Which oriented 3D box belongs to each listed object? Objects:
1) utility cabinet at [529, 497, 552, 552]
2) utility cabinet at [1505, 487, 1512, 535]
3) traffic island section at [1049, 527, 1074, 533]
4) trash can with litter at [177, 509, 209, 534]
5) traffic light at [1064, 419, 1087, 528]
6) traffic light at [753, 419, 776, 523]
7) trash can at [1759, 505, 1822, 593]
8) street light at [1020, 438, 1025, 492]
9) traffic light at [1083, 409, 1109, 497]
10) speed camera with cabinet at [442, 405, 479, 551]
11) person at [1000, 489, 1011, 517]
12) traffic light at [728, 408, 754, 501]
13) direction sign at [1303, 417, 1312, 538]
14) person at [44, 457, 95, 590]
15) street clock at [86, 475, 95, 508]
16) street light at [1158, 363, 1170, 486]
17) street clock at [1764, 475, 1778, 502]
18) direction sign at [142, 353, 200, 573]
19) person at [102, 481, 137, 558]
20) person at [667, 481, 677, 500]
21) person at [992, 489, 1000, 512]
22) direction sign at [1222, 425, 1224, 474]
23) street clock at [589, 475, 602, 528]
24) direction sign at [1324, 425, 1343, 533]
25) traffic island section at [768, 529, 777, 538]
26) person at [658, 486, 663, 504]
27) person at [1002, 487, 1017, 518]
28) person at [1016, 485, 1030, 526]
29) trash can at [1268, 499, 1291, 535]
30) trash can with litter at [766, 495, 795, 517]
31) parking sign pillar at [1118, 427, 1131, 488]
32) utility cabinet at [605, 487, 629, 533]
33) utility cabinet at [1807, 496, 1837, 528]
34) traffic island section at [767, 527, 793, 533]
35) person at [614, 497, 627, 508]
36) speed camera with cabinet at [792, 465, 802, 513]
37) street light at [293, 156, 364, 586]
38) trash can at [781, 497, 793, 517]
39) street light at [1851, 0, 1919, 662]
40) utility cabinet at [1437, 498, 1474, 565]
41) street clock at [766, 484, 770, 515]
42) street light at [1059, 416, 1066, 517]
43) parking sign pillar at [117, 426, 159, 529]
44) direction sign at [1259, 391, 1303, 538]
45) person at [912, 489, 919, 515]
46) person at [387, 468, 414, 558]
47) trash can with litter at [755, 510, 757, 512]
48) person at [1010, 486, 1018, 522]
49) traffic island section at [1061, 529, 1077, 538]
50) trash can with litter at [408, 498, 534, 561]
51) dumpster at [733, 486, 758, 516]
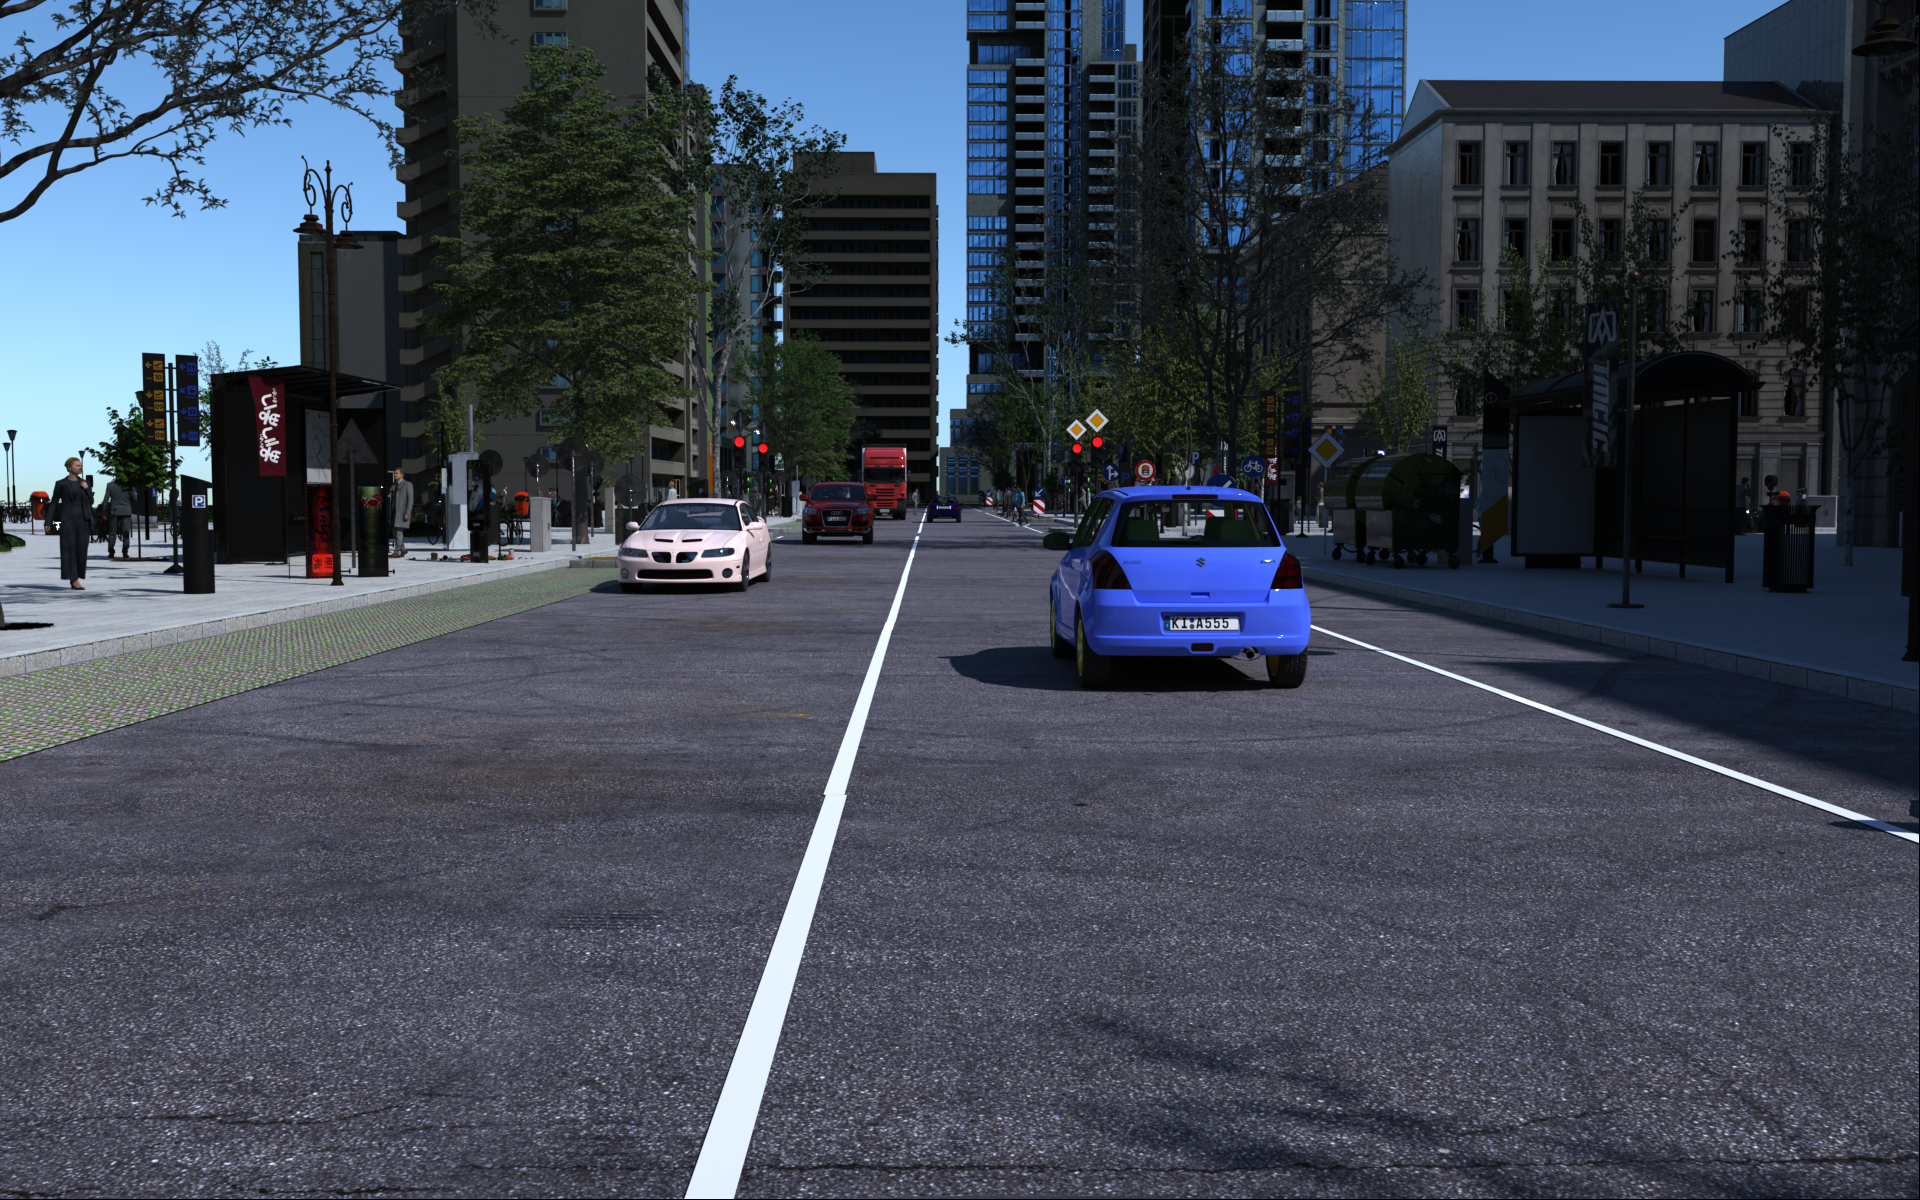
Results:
[{"bbox_3d":[-9.352,-1.682,38.664,0.306,1.237,1.020,0,4,-3],"label":"utility cabinet"},{"bbox_3d":[16.547,-2.707,52.942,1.173,1.500,0.318,-1,4,-18],"label":"utility cabinet"},{"bbox_3d":[4.386,-2.620,65.115,2.009,0.180,2.903,0,4,-1],"label":"traffic island section"},{"bbox_3d":[-24.315,-2.651,54.737,1.055,1.170,0.624,1,4,9],"label":"trash can with litter"},{"bbox_3d":[4.346,-4.653,65.001,0.839,4.253,0.868,0,4,-1],"label":"traffic light"},{"bbox_3d":[-7.313,-4.640,64.792,0.839,4.253,0.868,0,4,-1],"label":"traffic light"},{"bbox_3d":[10.839,-0.672,22.646,0.748,1.137,0.748,0,3,0],"label":"trash can"},{"bbox_3d":[5.074,-10.214,139.793,0.468,5.910,1.993,0,4,-1],"label":"street light"},{"bbox_3d":[4.478,-4.165,57.017,0.839,4.253,0.868,0,4,-1],"label":"traffic light"},{"bbox_3d":[-11.268,-2.729,38.949,0.660,3.252,2.038,-1,4,-23],"label":"speed camera with cabinet"},{"bbox_3d":[2.941,-6.209,110.408,0.661,1.777,0.834,-3,5,-43],"label":"person"},{"bbox_3d":[-7.181,-4.152,56.808,0.839,4.253,0.868,0,4,-1],"label":"traffic light"},{"bbox_3d":[10.092,-3.609,51.003,0.379,3.537,0.876,3,5,42],"label":"direction sign"},{"bbox_3d":[-11.916,-1.024,23.214,0.534,1.772,0.576,1,4,23],"label":"person"},{"bbox_3d":[-33.003,-3.739,65.707,0.358,2.002,0.471,-2,4,-30],"label":"street clock"},{"bbox_3d":[6.599,-5.114,56.403,0.468,5.910,1.993,0,4,-1],"label":"street light"},{"bbox_3d":[30.855,-3.753,65.929,0.358,2.002,0.471,-1,4,-13],"label":"street clock"},{"bbox_3d":[-12.776,-2.209,28.122,0.379,3.537,0.876,3,5,42],"label":"direction sign"},{"bbox_3d":[-17.009,-1.763,35.048,0.661,1.801,0.590,-2,4,-33],"label":"person"},{"bbox_3d":[-11.221,-3.735,67.463,0.624,1.780,0.694,3,4,38],"label":"person"},{"bbox_3d":[2.829,-7.744,135.132,0.620,1.820,0.660,-1,4,-22],"label":"person"},{"bbox_3d":[8.728,-4.007,57.511,0.379,3.537,0.876,1,4,9],"label":"direction sign"},{"bbox_3d":[-13.798,-3.735,65.643,0.358,2.002,0.471,2,4,35],"label":"street clock"},{"bbox_3d":[12.310,-3.983,57.120,0.876,3.537,0.379,-3,4,-36],"label":"direction sign"},{"bbox_3d":[-7.221,-2.120,56.942,2.009,0.180,2.903,0,4,-1],"label":"traffic island section"},{"bbox_3d":[-20.675,-6.957,119.695,0.656,1.842,0.836,2,4,33],"label":"person"},{"bbox_3d":[2.954,-5.780,102.963,0.822,1.834,0.622,3,5,44],"label":"person"},{"bbox_3d":[2.767,-4.170,76.706,0.620,1.820,0.660,-1,4,-21],"label":"person"},{"bbox_3d":[9.941,-2.586,53.927,0.748,1.137,0.748,0,3,0],"label":"trash can"},{"bbox_3d":[-11.218,-5.781,105.582,2.233,1.210,1.678,1,4,17],"label":"trash can with litter"},{"bbox_3d":[6.559,-4.916,68.849,1.447,3.967,1.447,0,4,4],"label":"parking sign pillar"},{"bbox_3d":[-11.282,-2.949,56.888,0.318,1.500,1.173,1,4,14],"label":"utility cabinet"},{"bbox_3d":[33.200,-3.399,66.734,1.020,1.237,0.306,2,4,34],"label":"utility cabinet"},{"bbox_3d":[-7.354,-2.608,64.926,2.009,0.180,2.903,0,4,-1],"label":"traffic island section"},{"bbox_3d":[-10.782,-2.950,55.286,0.522,1.701,0.512,0,4,1],"label":"person"},{"bbox_3d":[-11.391,-7.696,120.166,0.660,3.252,2.038,0,4,2],"label":"speed camera with cabinet"},{"bbox_3d":[-8.742,-3.141,24.136,0.468,5.910,1.993,0,4,-1],"label":"street light"},{"bbox_3d":[-9.548,-5.127,95.484,0.748,1.137,0.748,0,3,0],"label":"trash can"},{"bbox_3d":[7.348,-2.468,13.147,0.468,5.910,1.993,0,4,-1],"label":"street light"},{"bbox_3d":[9.092,-1.262,31.790,0.306,1.237,1.020,0,4,-5],"label":"utility cabinet"},{"bbox_3d":[-11.448,-6.016,102.932,0.358,2.002,0.471,0,4,-4],"label":"street clock"},{"bbox_3d":[5.868,-7.629,97.526,0.468,5.910,1.993,0,4,-1],"label":"street light"},{"bbox_3d":[-30.610,-4.639,64.316,1.447,3.967,1.447,0,4,-4],"label":"parking sign pillar"},{"bbox_3d":[7.008,-2.816,38.031,0.876,3.537,0.379,0,4,8],"label":"direction sign"},{"bbox_3d":[-3.064,-6.769,119.279,0.391,1.810,0.635,1,4,16],"label":"person"},{"bbox_3d":[-11.337,-1.758,34.883,0.694,1.812,0.767,2,4,25],"label":"person"},{"bbox_3d":[-14.358,-6.735,121.499,0.624,1.170,1.055,-1,4,-23],"label":"trash can with litter"},{"bbox_3d":[2.841,-4.878,88.110,0.638,1.841,0.748,-2,4,-33],"label":"person"},{"bbox_3d":[4.518,-2.132,57.131,2.009,0.180,2.903,0,4,-1],"label":"traffic island section"},{"bbox_3d":[-9.589,-1.390,33.780,2.233,1.210,1.678,0,4,1],"label":"trash can with litter"},{"bbox_3d":[-11.746,-5.459,95.011,1.264,1.857,1.865,0,4,-1],"label":"dumpster"}]
